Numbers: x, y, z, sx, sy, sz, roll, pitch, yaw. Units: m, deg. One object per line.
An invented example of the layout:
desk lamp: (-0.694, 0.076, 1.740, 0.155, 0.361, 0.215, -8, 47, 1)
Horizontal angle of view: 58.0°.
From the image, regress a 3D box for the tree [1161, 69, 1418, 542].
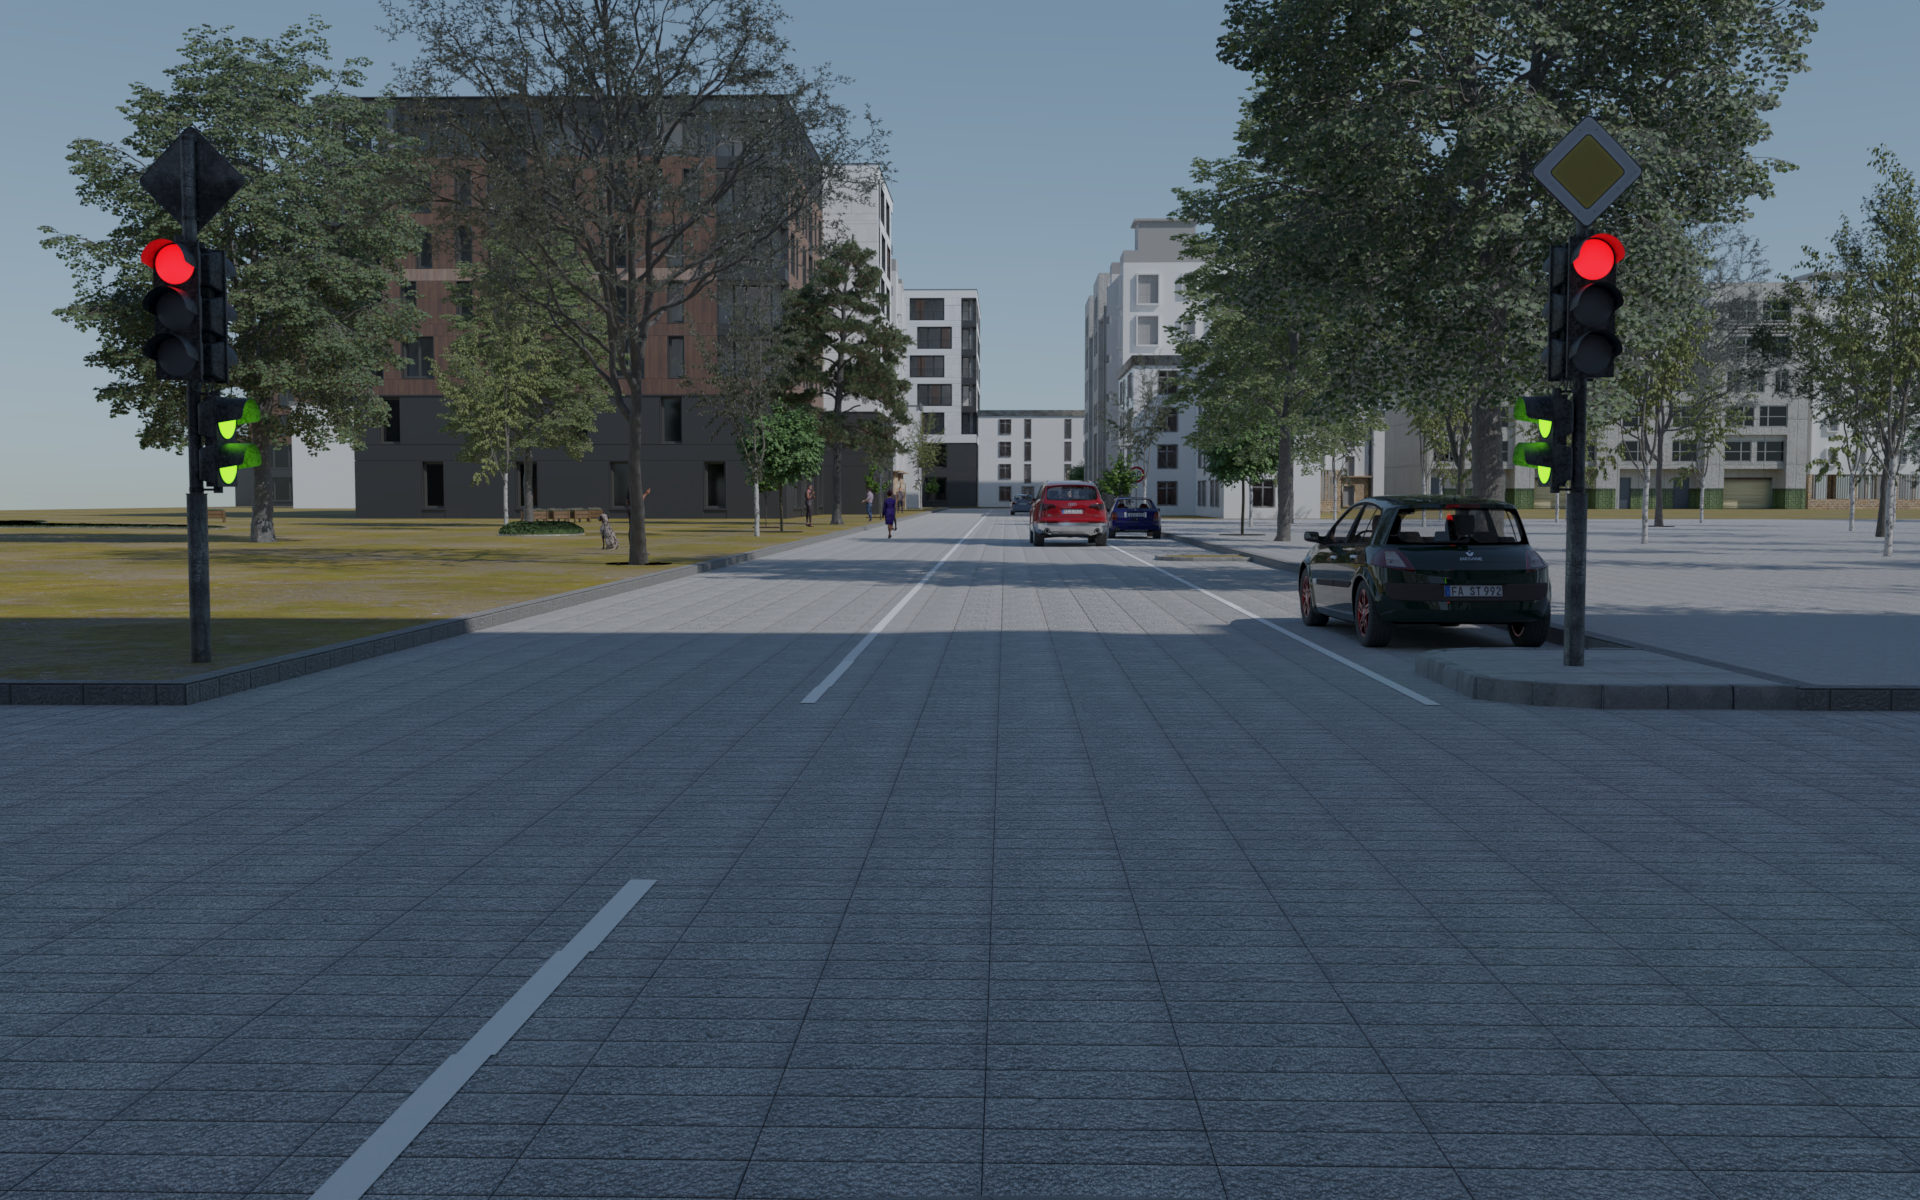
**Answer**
tree: (9.193, -7.865, 46.722, 7.486, 12.596, 7.792, 0, 3, 0)

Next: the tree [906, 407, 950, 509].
tree: (-3.156, -12.069, 147.682, 4.737, 8.622, 4.395, 0, 3, 0)

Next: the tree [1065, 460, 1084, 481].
tree: (11.654, -11.099, 165.187, 4.285, 4.588, 4.351, 0, 3, 0)

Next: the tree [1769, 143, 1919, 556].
tree: (19.067, -5.215, 35.631, 4.737, 8.622, 4.395, 0, 3, 0)

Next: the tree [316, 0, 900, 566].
tree: (-5.970, -7.379, 31.023, 12.009, 13.543, 11.850, 0, 3, 0)

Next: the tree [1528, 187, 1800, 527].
tree: (27.190, -9.599, 67.308, 12.009, 13.543, 11.850, 0, 3, 0)

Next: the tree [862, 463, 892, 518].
tree: (-4.443, -6.031, 93.214, 1.663, 3.219, 1.824, 0, 3, 0)

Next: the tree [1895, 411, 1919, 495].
tree: (52.250, -6.948, 76.500, 20.602, 7.101, 11.467, 3, 4, 37)

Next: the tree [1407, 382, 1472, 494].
tree: (23.743, -8.241, 85.103, 4.360, 8.622, 3.978, 0, 3, 0)

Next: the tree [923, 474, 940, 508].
tree: (-2.521, -10.420, 164.963, 1.663, 3.219, 1.824, 0, 3, 0)

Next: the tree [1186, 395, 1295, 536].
tree: (8.714, -4.288, 53.826, 4.285, 4.588, 4.351, 0, 3, 0)

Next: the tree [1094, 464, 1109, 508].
tree: (9.399, -7.152, 111.538, 1.663, 3.219, 1.824, 0, 3, 0)

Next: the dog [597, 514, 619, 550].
dog: (-8.152, -1.571, 40.060, 0.513, 0.831, 0.800, 0, 4, -8)

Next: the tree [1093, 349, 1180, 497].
tree: (9.193, -8.395, 87.619, 4.360, 8.622, 3.978, 0, 3, 0)

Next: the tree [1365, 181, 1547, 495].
tree: (16.279, -8.001, 56.570, 9.928, 11.665, 9.643, 0, 3, 0)

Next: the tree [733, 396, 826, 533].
tree: (-6.003, -4.559, 58.250, 4.285, 4.588, 4.351, 0, 3, 0)

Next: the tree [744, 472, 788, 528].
tree: (-7.440, -4.329, 65.381, 1.663, 3.219, 1.824, 0, 3, 0)

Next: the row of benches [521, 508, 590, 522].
row of benches: (-17.892, -3.763, 76.992, 1.422, 0.672, 4.104, 2, 4, 27)

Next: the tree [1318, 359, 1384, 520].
tree: (18.475, -8.172, 83.979, 4.360, 8.622, 3.978, 0, 3, 0)

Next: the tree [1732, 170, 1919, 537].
tree: (27.262, -7.132, 51.016, 8.767, 10.594, 7.601, 2, 4, 27)

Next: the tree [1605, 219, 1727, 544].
tree: (17.609, -5.761, 44.562, 4.737, 8.622, 4.395, 0, 3, 0)

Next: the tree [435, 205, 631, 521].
tree: (-16.606, -9.170, 68.057, 7.486, 12.596, 7.792, 0, 3, 0)

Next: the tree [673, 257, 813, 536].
tree: (-6.376, -6.228, 52.184, 4.360, 8.622, 3.978, 0, 3, 0)

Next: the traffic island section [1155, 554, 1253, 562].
traffic island section: (5.275, -0.914, 37.804, 1.991, 0.108, 1.994, 0, 4, 2)

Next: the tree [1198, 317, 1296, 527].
tree: (11.153, -7.100, 66.440, 4.737, 8.622, 4.395, 0, 3, 0)

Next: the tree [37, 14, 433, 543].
tree: (-18.658, -8.501, 45.644, 9.857, 13.997, 8.962, 0, 3, 0)

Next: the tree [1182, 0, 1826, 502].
tree: (8.130, -7.320, 26.336, 9.857, 13.997, 8.962, 0, 3, 0)

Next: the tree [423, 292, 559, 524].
tree: (-16.275, -6.765, 60.964, 4.737, 8.622, 4.395, 0, 3, 0)

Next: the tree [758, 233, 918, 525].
tree: (-5.163, -9.201, 72.494, 6.751, 12.117, 7.091, 0, 3, 0)

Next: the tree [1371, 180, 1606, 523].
tree: (11.449, -5.421, 38.993, 4.737, 8.622, 4.395, 0, 3, 0)

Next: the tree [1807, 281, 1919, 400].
tree: (30.868, -6.672, 59.449, 4.360, 8.622, 3.978, 0, 3, 0)
